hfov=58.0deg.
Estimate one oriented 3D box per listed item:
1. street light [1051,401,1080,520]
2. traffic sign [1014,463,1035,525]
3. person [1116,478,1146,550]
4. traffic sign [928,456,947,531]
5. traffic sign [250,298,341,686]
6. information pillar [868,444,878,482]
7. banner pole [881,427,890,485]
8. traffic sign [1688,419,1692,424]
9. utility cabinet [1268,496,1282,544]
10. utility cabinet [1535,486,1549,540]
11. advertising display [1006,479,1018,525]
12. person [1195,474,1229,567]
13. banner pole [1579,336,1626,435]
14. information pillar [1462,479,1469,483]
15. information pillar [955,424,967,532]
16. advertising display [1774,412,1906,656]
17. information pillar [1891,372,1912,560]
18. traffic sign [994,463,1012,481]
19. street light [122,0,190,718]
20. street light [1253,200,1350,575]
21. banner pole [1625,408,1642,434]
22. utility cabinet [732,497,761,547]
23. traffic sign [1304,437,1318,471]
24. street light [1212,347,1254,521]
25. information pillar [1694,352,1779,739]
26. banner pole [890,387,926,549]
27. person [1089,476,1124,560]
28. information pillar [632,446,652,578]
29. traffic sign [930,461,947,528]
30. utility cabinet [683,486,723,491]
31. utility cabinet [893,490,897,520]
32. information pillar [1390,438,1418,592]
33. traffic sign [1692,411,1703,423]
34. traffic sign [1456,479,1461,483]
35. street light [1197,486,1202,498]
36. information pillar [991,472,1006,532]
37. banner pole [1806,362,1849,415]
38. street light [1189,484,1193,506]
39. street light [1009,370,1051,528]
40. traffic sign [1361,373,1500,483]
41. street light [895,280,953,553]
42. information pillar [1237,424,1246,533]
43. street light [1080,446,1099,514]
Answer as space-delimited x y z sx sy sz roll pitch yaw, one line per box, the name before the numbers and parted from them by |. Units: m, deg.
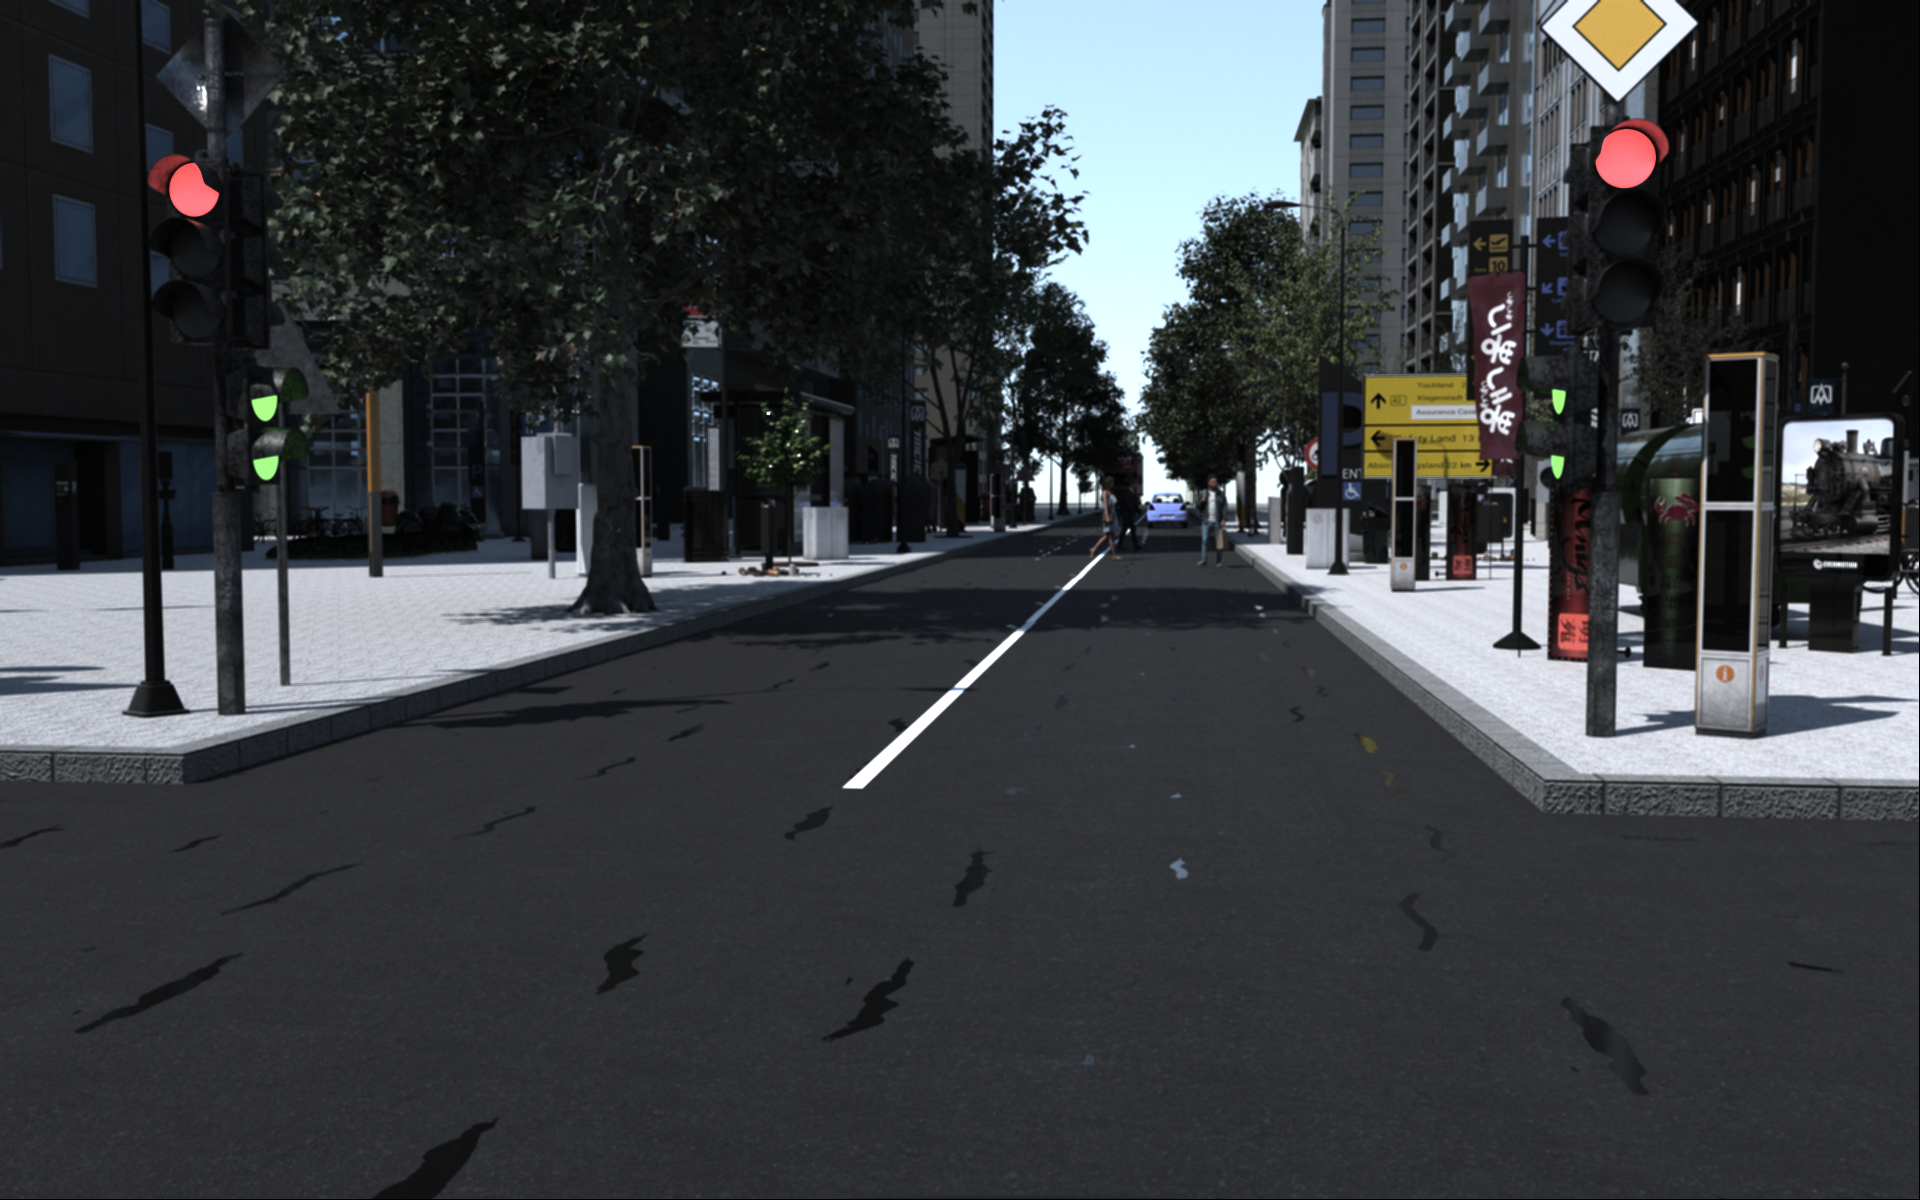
street light | 5.098 -6.968 86.474 1.470 5.913 1.316 0 4 7
traffic sign | 2.676 -4.375 71.543 0.884 2.594 0.081 1 4 8
person | 4.383 -2.203 44.295 0.755 1.850 0.659 0 4 7
traffic sign | -0.663 -3.633 59.409 0.884 2.594 0.081 1 4 12
traffic sign | -4.519 -0.705 11.526 0.884 2.594 0.081 1 4 15
information pillar | -4.081 -5.498 81.247 0.504 3.616 0.183 0 4 -7
banner pole | -2.618 -4.546 64.338 0.863 3.779 0.401 0 4 4
traffic sign | 10.030 -1.290 23.218 0.606 2.300 0.079 1 4 14
utility cabinet | 8.117 -2.048 44.652 0.306 1.237 1.020 0 4 7
utility cabinet | 16.397 -2.409 48.070 0.318 1.500 1.173 3 5 44
advertising display | 1.937 -4.108 72.385 0.974 1.923 0.123 -1 4 -14
person | 4.948 -1.540 33.656 0.794 1.824 0.713 2 4 30
banner pole | 9.002 -2.128 24.814 0.401 3.779 0.863 -1 4 -20
information pillar | 23.864 -4.729 81.813 0.304 2.012 0.304 2 4 24
information pillar | 0.014 -4.079 58.047 0.183 3.616 0.504 3 5 40
advertising display | 7.113 -0.540 14.049 0.123 1.923 0.974 -3 4 -36
information pillar | 18.000 -2.558 33.183 0.504 3.616 0.183 -2 4 -28
traffic sign | 1.758 -4.351 71.247 0.768 2.556 0.104 1 4 11
street light | -4.154 -2.282 9.854 1.470 5.913 1.316 0 4 7
street light | 5.500 -3.362 27.515 1.470 5.913 1.316 0 4 7
banner pole | 17.021 -3.331 44.482 0.863 3.779 0.401 0 4 8
utility cabinet | -5.026 -1.897 42.178 1.020 1.237 0.306 2 4 24
traffic sign | 7.972 -2.330 38.208 0.768 2.556 0.104 1 4 13
street light | 8.810 -5.040 54.948 1.470 5.913 1.316 0 4 7
information pillar | 4.118 -0.287 9.191 0.304 2.012 0.304 3 4 38
banner pole | -1.118 -3.095 40.620 0.863 3.779 0.401 -3 4 -37
person | 3.176 -1.772 37.564 0.778 1.811 0.616 1 4 17
information pillar | -4.930 -1.350 26.569 0.304 2.012 0.304 1 4 15
traffic sign | -0.777 -3.988 65.303 0.768 2.556 0.104 1 4 14
utility cabinet | -6.928 -2.328 46.738 1.173 1.500 0.318 2 4 33
utility cabinet | -3.030 -4.616 84.158 0.318 1.500 1.173 2 4 33
information pillar | 5.825 -1.116 22.738 0.304 2.012 0.304 1 4 11
traffic sign | 9.083 -1.141 20.793 0.606 2.300 0.079 1 4 15
traffic sign | 8.700 -1.841 30.214 0.768 2.556 0.104 1 4 14
street light | 12.099 -6.738 82.712 1.470 5.913 1.316 0 4 7
information pillar | 1.343 -3.308 58.578 0.304 2.012 0.304 2 4 31
banner pole | 16.608 -2.636 33.114 0.863 3.779 0.401 1 4 20
street light | 14.659 -8.047 104.103 1.470 5.913 1.316 0 4 7
street light | 2.529 -5.641 64.768 1.470 5.913 1.316 0 4 7
traffic sign | 7.929 -2.162 29.227 2.265 3.308 0.079 1 4 12
street light | -0.696 -3.981 37.630 1.470 5.913 1.316 0 4 7
information pillar | 9.387 -4.067 57.852 0.183 3.616 0.504 -1 4 -14
street light | 8.450 -8.654 114.030 1.470 5.913 1.316 0 4 7
